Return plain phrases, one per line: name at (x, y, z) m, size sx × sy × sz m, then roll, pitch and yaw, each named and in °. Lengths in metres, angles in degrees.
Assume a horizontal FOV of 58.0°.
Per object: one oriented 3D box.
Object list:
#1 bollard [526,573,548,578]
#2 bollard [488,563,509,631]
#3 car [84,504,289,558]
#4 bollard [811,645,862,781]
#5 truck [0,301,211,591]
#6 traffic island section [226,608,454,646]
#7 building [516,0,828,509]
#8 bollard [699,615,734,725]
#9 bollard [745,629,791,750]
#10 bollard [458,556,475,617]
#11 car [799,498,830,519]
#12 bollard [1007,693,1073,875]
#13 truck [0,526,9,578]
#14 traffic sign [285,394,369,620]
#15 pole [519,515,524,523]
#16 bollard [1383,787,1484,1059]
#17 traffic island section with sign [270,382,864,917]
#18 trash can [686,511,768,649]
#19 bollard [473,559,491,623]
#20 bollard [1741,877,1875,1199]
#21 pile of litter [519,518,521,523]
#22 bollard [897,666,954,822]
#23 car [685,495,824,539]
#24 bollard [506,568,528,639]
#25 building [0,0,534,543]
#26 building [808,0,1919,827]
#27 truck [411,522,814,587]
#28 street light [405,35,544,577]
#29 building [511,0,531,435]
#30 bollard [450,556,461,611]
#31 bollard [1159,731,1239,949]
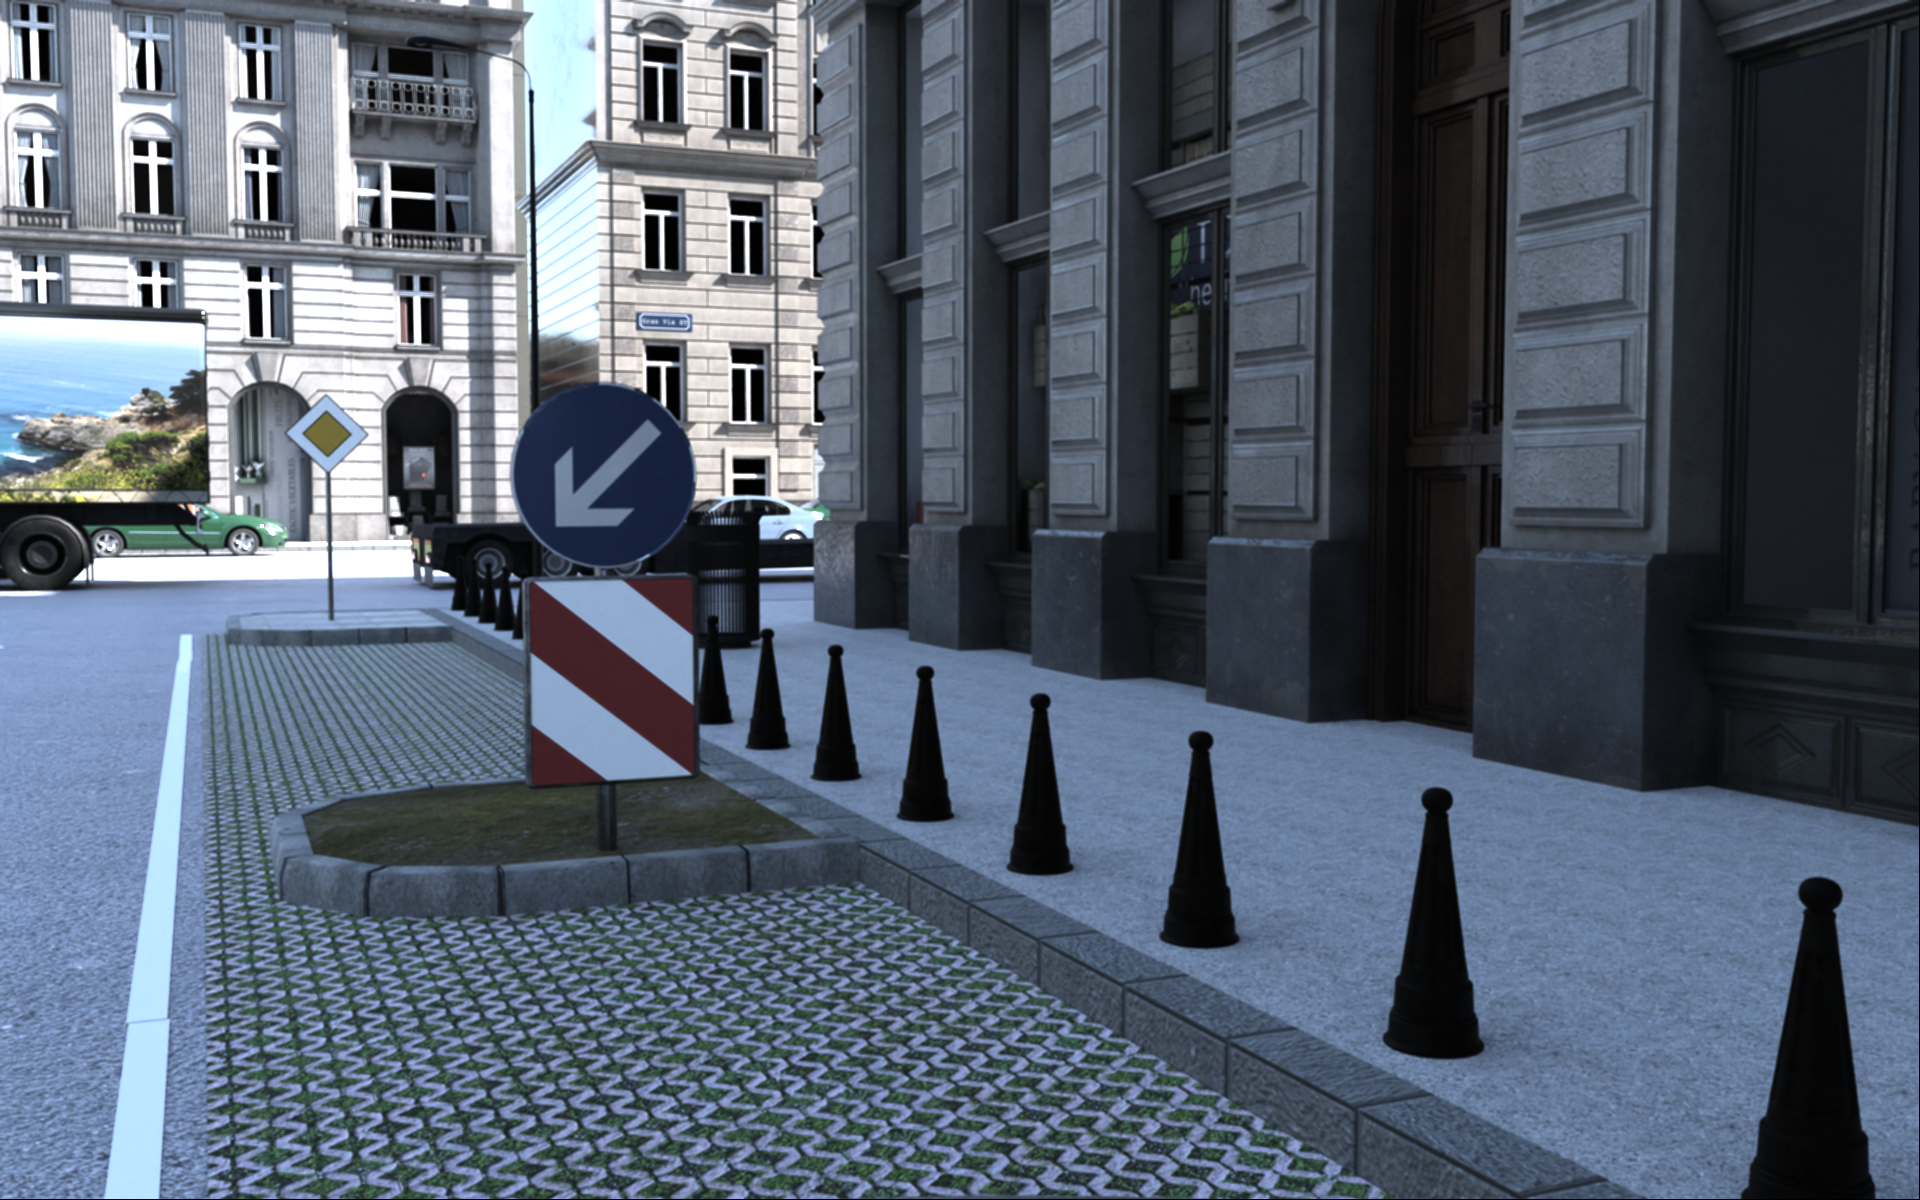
bollard at (-3.455, 0.098, 14.445) m, size 0.229 × 0.601 × 0.229 m, roll 0°, pitch 3°, yaw 0°
bollard at (-4.286, -0.018, 16.339) m, size 0.229 × 0.601 × 0.229 m, roll 0°, pitch 3°, yaw 0°
car at (-18.093, -1.717, 39.866) m, size 4.920 × 1.459 × 2.131 m, roll -2°, pitch 4°, yaw -24°
bollard at (-0.560, 0.503, 7.825) m, size 0.229 × 0.601 × 0.229 m, roll 0°, pitch 3°, yaw 0°
truck at (-17.009, -2.214, 25.113) m, size 11.283 × 4.237 × 2.839 m, roll -2°, pitch 4°, yaw -24°
traffic island section at (-6.379, 0.284, 17.638) m, size 2.009 × 0.180 × 2.903 m, roll -2°, pitch 4°, yaw -24°
building at (-1.412, -15.978, 58.497) m, size 25.104 × 27.353 × 12.463 m, roll -2°, pitch 4°, yaw -24°
bollard at (-1.388, 0.386, 9.723) m, size 0.229 × 0.601 × 0.229 m, roll 0°, pitch 3°, yaw 0°
bollard at (-0.975, 0.445, 8.772) m, size 0.229 × 0.601 × 0.229 m, roll 0°, pitch 3°, yaw 0°
bollard at (-5.112, -0.133, 18.220) m, size 0.229 × 0.601 × 0.229 m, roll 0°, pitch 3°, yaw 0°
car at (-2.389, -2.011, 44.675) m, size 4.920 × 1.459 × 2.131 m, roll -1°, pitch 4°, yaw -23°
bollard at (0.274, 0.619, 5.921) m, size 0.229 × 0.601 × 0.229 m, roll 0°, pitch 3°, yaw 0°
truck at (-24.283, -2.256, 26.652) m, size 18.799 × 4.110 × 2.967 m, roll -2°, pitch 4°, yaw -24°
traffic sign at (-6.398, -0.851, 17.552) m, size 0.795 × 2.450 × 0.064 m, roll -2°, pitch 4°, yaw -24°
pole at (-19.264, -5.019, 75.909) m, size 0.158 × 3.312 × 0.155 m, roll 0°, pitch 3°, yaw 0°
bollard at (1.104, 0.735, 4.025) m, size 0.229 × 0.601 × 0.229 m, roll 0°, pitch 3°, yaw 0°
traffic island section with sign at (-1.654, 0.110, 6.824) m, size 1.989 × 1.847 × 2.006 m, roll -2°, pitch 4°, yaw -24°
trash can at (-1.985, -0.176, 14.526) m, size 0.748 × 1.137 × 0.748 m, roll 0°, pitch 3°, yaw 0°
bollard at (-4.699, -0.076, 17.280) m, size 0.229 × 0.601 × 0.229 m, roll 0°, pitch 3°, yaw 0°
bollard at (1.524, 0.793, 3.083) m, size 0.229 × 0.601 × 0.229 m, roll 0°, pitch 3°, yaw 0°
pile of litter at (-18.714, -3.535, 71.768) m, size 1.719 × 0.858 × 1.176 m, roll -1°, pitch 4°, yaw -20°
bollard at (-0.137, 0.561, 6.868) m, size 0.229 × 0.601 × 0.229 m, roll 0°, pitch 3°, yaw 0°
car at (-5.148, -1.593, 38.043) m, size 4.499 × 1.417 × 2.014 m, roll -2°, pitch 4°, yaw -25°
bollard at (-3.871, 0.040, 15.388) m, size 0.229 × 0.601 × 0.229 m, roll 0°, pitch 3°, yaw 0°
building at (-25.104, -12.611, 47.989) m, size 24.055 × 21.916 × 13.314 m, roll -2°, pitch 4°, yaw -24°
building at (6.608, -11.094, 10.265) m, size 11.050 × 23.489 × 19.941 m, roll -2°, pitch 4°, yaw -24°
truck at (0.201, -2.495, 30.558) m, size 18.799 × 4.110 × 2.967 m, roll -2°, pitch 4°, yaw -24°
street light at (-4.948, -2.775, 17.914) m, size 1.470 × 5.913 × 1.316 m, roll -2°, pitch 4°, yaw -24°
building at (-44.817, -31.498, 138.696) m, size 21.300 × 48.544 × 21.600 m, roll -2°, pitch 4°, yaw -24°
bollard at (-5.524, -0.191, 19.161) m, size 0.229 × 0.601 × 0.229 m, roll 0°, pitch 3°, yaw 0°
bollard at (0.691, 0.676, 4.982) m, size 0.229 × 0.601 × 0.229 m, roll 0°, pitch 3°, yaw 0°
